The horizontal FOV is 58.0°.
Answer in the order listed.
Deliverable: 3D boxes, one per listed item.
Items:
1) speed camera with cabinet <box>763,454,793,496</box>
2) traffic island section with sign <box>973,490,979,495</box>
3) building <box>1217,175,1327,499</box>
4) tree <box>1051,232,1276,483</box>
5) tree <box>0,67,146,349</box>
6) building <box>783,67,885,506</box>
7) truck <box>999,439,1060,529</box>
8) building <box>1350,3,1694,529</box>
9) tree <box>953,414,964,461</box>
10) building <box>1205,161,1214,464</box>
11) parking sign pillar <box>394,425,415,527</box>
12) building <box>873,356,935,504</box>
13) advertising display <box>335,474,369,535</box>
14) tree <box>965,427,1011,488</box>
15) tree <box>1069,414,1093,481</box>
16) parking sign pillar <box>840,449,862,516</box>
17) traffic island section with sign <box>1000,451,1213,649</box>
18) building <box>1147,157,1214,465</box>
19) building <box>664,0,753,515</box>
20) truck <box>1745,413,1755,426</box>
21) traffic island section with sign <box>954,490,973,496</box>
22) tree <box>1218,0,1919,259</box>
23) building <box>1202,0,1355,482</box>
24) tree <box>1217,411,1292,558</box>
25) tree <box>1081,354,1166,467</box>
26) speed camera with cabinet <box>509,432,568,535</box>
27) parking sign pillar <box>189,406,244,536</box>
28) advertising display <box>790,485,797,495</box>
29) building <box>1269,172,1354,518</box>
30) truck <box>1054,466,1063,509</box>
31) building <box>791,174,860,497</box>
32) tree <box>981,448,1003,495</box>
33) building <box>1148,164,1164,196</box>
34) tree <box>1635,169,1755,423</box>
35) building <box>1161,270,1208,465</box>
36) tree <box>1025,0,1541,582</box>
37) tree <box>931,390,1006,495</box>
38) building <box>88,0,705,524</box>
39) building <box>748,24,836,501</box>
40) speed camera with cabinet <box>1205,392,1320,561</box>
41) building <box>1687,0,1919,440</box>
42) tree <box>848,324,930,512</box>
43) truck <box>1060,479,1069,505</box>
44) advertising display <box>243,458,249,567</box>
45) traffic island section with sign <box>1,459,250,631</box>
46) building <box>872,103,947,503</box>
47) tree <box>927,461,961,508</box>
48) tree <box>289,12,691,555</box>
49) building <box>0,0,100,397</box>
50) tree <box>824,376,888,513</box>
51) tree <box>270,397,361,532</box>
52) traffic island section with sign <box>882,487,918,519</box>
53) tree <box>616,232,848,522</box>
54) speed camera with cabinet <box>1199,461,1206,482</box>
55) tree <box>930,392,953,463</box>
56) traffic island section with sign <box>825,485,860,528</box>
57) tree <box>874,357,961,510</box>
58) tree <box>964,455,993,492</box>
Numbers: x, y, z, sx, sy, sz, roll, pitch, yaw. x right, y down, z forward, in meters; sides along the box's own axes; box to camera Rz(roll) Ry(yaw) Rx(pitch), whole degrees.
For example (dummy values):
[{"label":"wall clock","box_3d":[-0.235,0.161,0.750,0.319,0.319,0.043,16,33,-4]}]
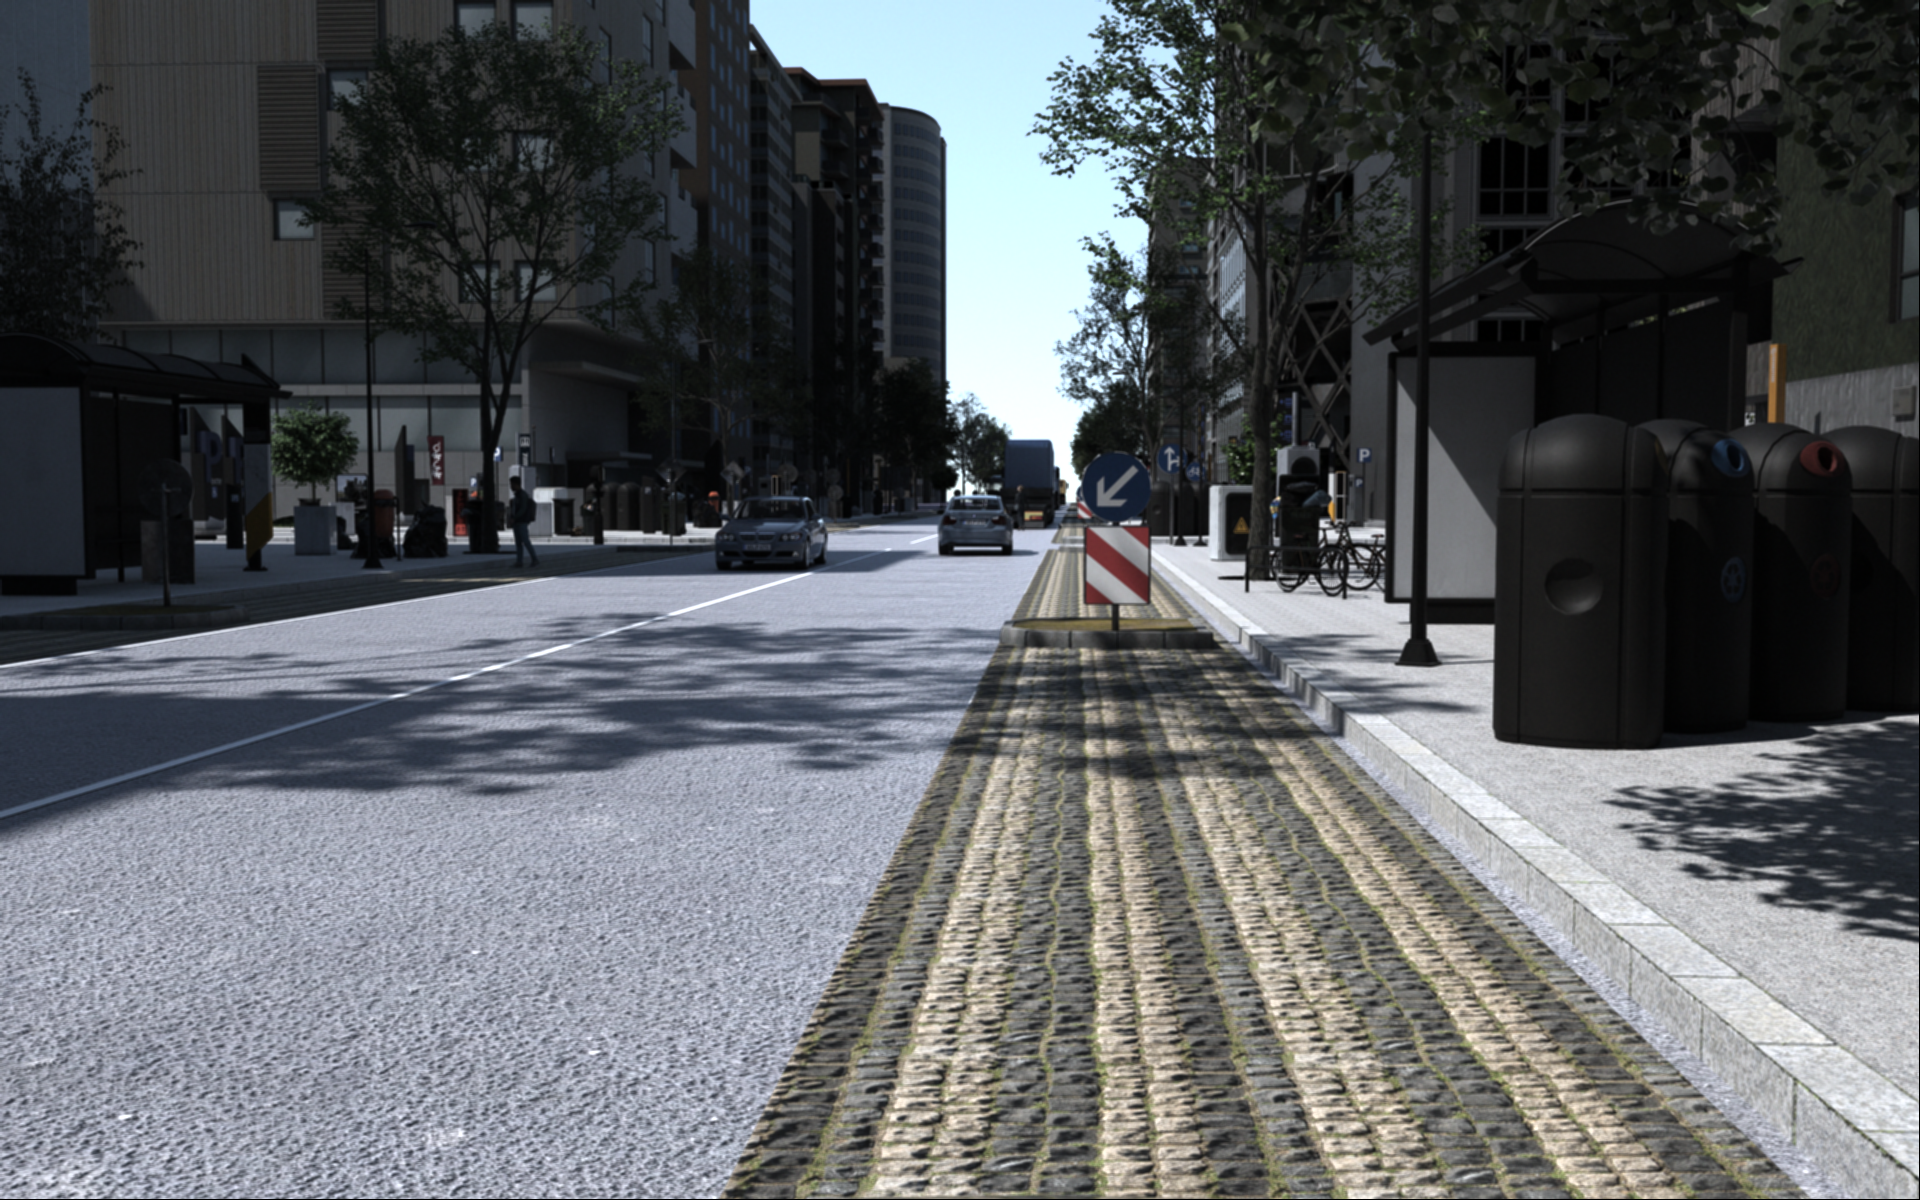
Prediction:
[{"label":"speed camera with cabinet","box_3d":[-8.932,-5.546,85.019,0.660,3.252,2.038,-3,4,-36]},{"label":"traffic island section with sign","box_3d":[1.649,-10.395,178.579,1.989,1.847,2.006,0,4,4]},{"label":"building","box_3d":[22.803,-16.328,116.117,9.793,20.994,18.267,0,4,4]},{"label":"tree","box_3d":[7.014,-7.744,61.027,8.767,10.594,7.601,1,4,17]},{"label":"tree","box_3d":[-15.678,-4.823,29.223,4.360,8.622,3.978,0,3,0]},{"label":"building","box_3d":[-19.641,-32.178,180.741,22.147,44.769,28.867,0,4,4]},{"label":"truck","box_3d":[2.941,-5.491,79.538,2.967,4.110,18.799,0,4,4]},{"label":"building","box_3d":[27.622,-16.524,63.674,24.014,27.812,14.314,0,4,4]},{"label":"tree","box_3d":[-3.304,-12.186,133.658,8.767,10.594,7.601,2,4,29]},{"label":"building","box_3d":[38.544,-29.851,179.943,32.217,40.220,23.993,0,4,4]},{"label":"parking sign pillar","box_3d":[-21.963,-4.894,68.484,1.447,3.967,1.447,-2,4,-32]},{"label":"building","box_3d":[-18.285,-23.807,234.280,27.650,21.520,28.899,0,4,4]},{"label":"advertising display","box_3d":[-19.186,-3.025,54.673,0.974,1.923,0.123,-2,4,-27]},{"label":"tree","box_3d":[5.490,-22.471,284.409,9.611,12.733,9.660,0,3,0]},{"label":"tree","box_3d":[18.380,-19.648,239.364,7.486,12.596,7.792,0,3,0]},{"label":"parking sign pillar","box_3d":[-6.515,-6.950,102.102,1.447,3.967,1.447,3,5,43]},{"label":"traffic island section with sign","box_3d":[1.402,-0.506,16.902,1.989,1.847,2.006,0,4,4]},{"label":"building","box_3d":[37.636,-37.976,244.611,21.300,48.544,21.600,0,4,4]},{"label":"building","box_3d":[-21.947,-28.391,114.308,14.600,45.320,14.200,0,4,4]},{"label":"truck","box_3d":[21.235,-3.463,45.528,11.283,4.237,2.839,0,4,6]},{"label":"traffic island section with sign","box_3d":[-0.165,-8.727,151.309,1.989,1.847,2.006,0,4,4]},{"label":"tree","box_3d":[3.664,-5.967,4.224,9.857,13.997,8.962,0,3,0]},{"label":"building","box_3d":[31.768,-43.912,156.213,20.563,71.187,20.611,0,4,4]},{"label":"tree","box_3d":[5.953,-2.485,35.233,1.663,3.219,1.824,0,3,0]},{"label":"tree","box_3d":[8.746,-8.554,90.228,4.360,8.622,3.978,0,3,0]},{"label":"speed camera with cabinet","box_3d":[-13.501,-3.738,55.454,2.038,3.252,0.660,2,4,31]},{"label":"parking sign pillar","box_3d":[-23.419,-4.002,53.901,1.447,3.967,1.447,0,4,2]},{"label":"advertising display","box_3d":[-11.992,-7.375,125.796,0.123,1.923,0.974,3,4,36]},{"label":"building","box_3d":[25.885,-14.093,97.875,16.820,18.784,16.811,0,4,4]},{"label":"truck","box_3d":[7.788,-10.406,159.900,2.967,4.110,18.799,0,4,5]},{"label":"building","box_3d":[-17.064,-23.698,159.164,14.160,30.474,14.107,0,4,4]},{"label":"tree","box_3d":[3.881,-18.283,249.295,4.737,8.622,4.395,0,3,0]},{"label":"building","box_3d":[43.383,-41.555,268.656,28.713,52.752,27.495,0,4,4]},{"label":"tree","box_3d":[16.414,-5.317,37.289,4.737,8.622,4.395,0,3,0]},{"label":"building","box_3d":[33.356,-27.861,227.232,14.160,30.474,14.107,0,4,4]},{"label":"tree","box_3d":[4.516,-6.091,25.351,9.928,11.665,9.643,0,3,0]},{"label":"tree","box_3d":[0.567,-17.858,202.348,12.009,13.543,11.850,0,3,0]},{"label":"building","box_3d":[-28.655,-30.363,85.670,28.713,52.752,27.495,0,4,4]},{"label":"building","box_3d":[-26.698,-27.405,139.960,32.217,40.220,23.993,0,4,4]},{"label":"speed camera with cabinet","box_3d":[5.862,-2.385,33.333,2.038,3.252,0.660,-1,4,-12]},{"label":"building","box_3d":[19.097,-15.579,26.423,14.160,30.474,14.107,0,4,4]},{"label":"tree","box_3d":[-6.609,-9.694,92.910,8.767,10.594,7.601,-1,4,-9]},{"label":"truck","box_3d":[12.573,-14.160,227.442,3.469,3.379,9.791,0,4,3]},{"label":"advertising display","box_3d":[-12.530,-1.549,30.544,0.123,1.923,0.974,-2,4,-26]},{"label":"traffic island section with sign","box_3d":[-8.995,-0.635,19.004,1.989,1.847,2.006,0,4,4]},{"label":"building","box_3d":[-13.531,-44.000,261.400,21.231,58.520,28.212,0,4,4]},{"label":"tree","box_3d":[-1.571,-11.047,164.328,4.285,4.588,4.351,0,3,0]},{"label":"tree","box_3d":[-9.958,-6.802,36.973,9.928,11.665,9.643,0,3,0]},{"label":"building","box_3d":[-28.369,-12.995,30.491,19.932,24.808,12.078,0,4,4]},{"label":"tree","box_3d":[-6.292,-9.591,107.179,4.360,8.622,3.978,0,3,0]},{"label":"tree","box_3d":[-21.970,-4.586,58.701,4.285,4.588,4.351,0,3,0]},{"label":"traffic island section with sign","box_3d":[-3.503,-5.665,101.255,1.989,1.847,2.006,0,4,4]},{"label":"tree","box_3d":[-8.562,-7.820,62.268,7.601,10.594,8.767,0,4,5]},{"label":"speed camera with cabinet","box_3d":[15.517,-6.781,105.209,2.038,3.252,0.660,0,4,-8]},{"label":"tree","box_3d":[-4.595,-11.377,120.422,7.601,10.594,8.767,0,4,-2]},{"label":"traffic island section with sign","box_3d":[-5.329,-3.998,73.998,1.989,1.847,2.006,0,4,4]},{"label":"tree","box_3d":[-3.700,-13.754,143.001,7.486,12.596,7.792,0,3,0]},{"label":"tree","box_3d":[2.439,-17.448,235.641,4.360,8.622,3.978,0,3,0]}]
